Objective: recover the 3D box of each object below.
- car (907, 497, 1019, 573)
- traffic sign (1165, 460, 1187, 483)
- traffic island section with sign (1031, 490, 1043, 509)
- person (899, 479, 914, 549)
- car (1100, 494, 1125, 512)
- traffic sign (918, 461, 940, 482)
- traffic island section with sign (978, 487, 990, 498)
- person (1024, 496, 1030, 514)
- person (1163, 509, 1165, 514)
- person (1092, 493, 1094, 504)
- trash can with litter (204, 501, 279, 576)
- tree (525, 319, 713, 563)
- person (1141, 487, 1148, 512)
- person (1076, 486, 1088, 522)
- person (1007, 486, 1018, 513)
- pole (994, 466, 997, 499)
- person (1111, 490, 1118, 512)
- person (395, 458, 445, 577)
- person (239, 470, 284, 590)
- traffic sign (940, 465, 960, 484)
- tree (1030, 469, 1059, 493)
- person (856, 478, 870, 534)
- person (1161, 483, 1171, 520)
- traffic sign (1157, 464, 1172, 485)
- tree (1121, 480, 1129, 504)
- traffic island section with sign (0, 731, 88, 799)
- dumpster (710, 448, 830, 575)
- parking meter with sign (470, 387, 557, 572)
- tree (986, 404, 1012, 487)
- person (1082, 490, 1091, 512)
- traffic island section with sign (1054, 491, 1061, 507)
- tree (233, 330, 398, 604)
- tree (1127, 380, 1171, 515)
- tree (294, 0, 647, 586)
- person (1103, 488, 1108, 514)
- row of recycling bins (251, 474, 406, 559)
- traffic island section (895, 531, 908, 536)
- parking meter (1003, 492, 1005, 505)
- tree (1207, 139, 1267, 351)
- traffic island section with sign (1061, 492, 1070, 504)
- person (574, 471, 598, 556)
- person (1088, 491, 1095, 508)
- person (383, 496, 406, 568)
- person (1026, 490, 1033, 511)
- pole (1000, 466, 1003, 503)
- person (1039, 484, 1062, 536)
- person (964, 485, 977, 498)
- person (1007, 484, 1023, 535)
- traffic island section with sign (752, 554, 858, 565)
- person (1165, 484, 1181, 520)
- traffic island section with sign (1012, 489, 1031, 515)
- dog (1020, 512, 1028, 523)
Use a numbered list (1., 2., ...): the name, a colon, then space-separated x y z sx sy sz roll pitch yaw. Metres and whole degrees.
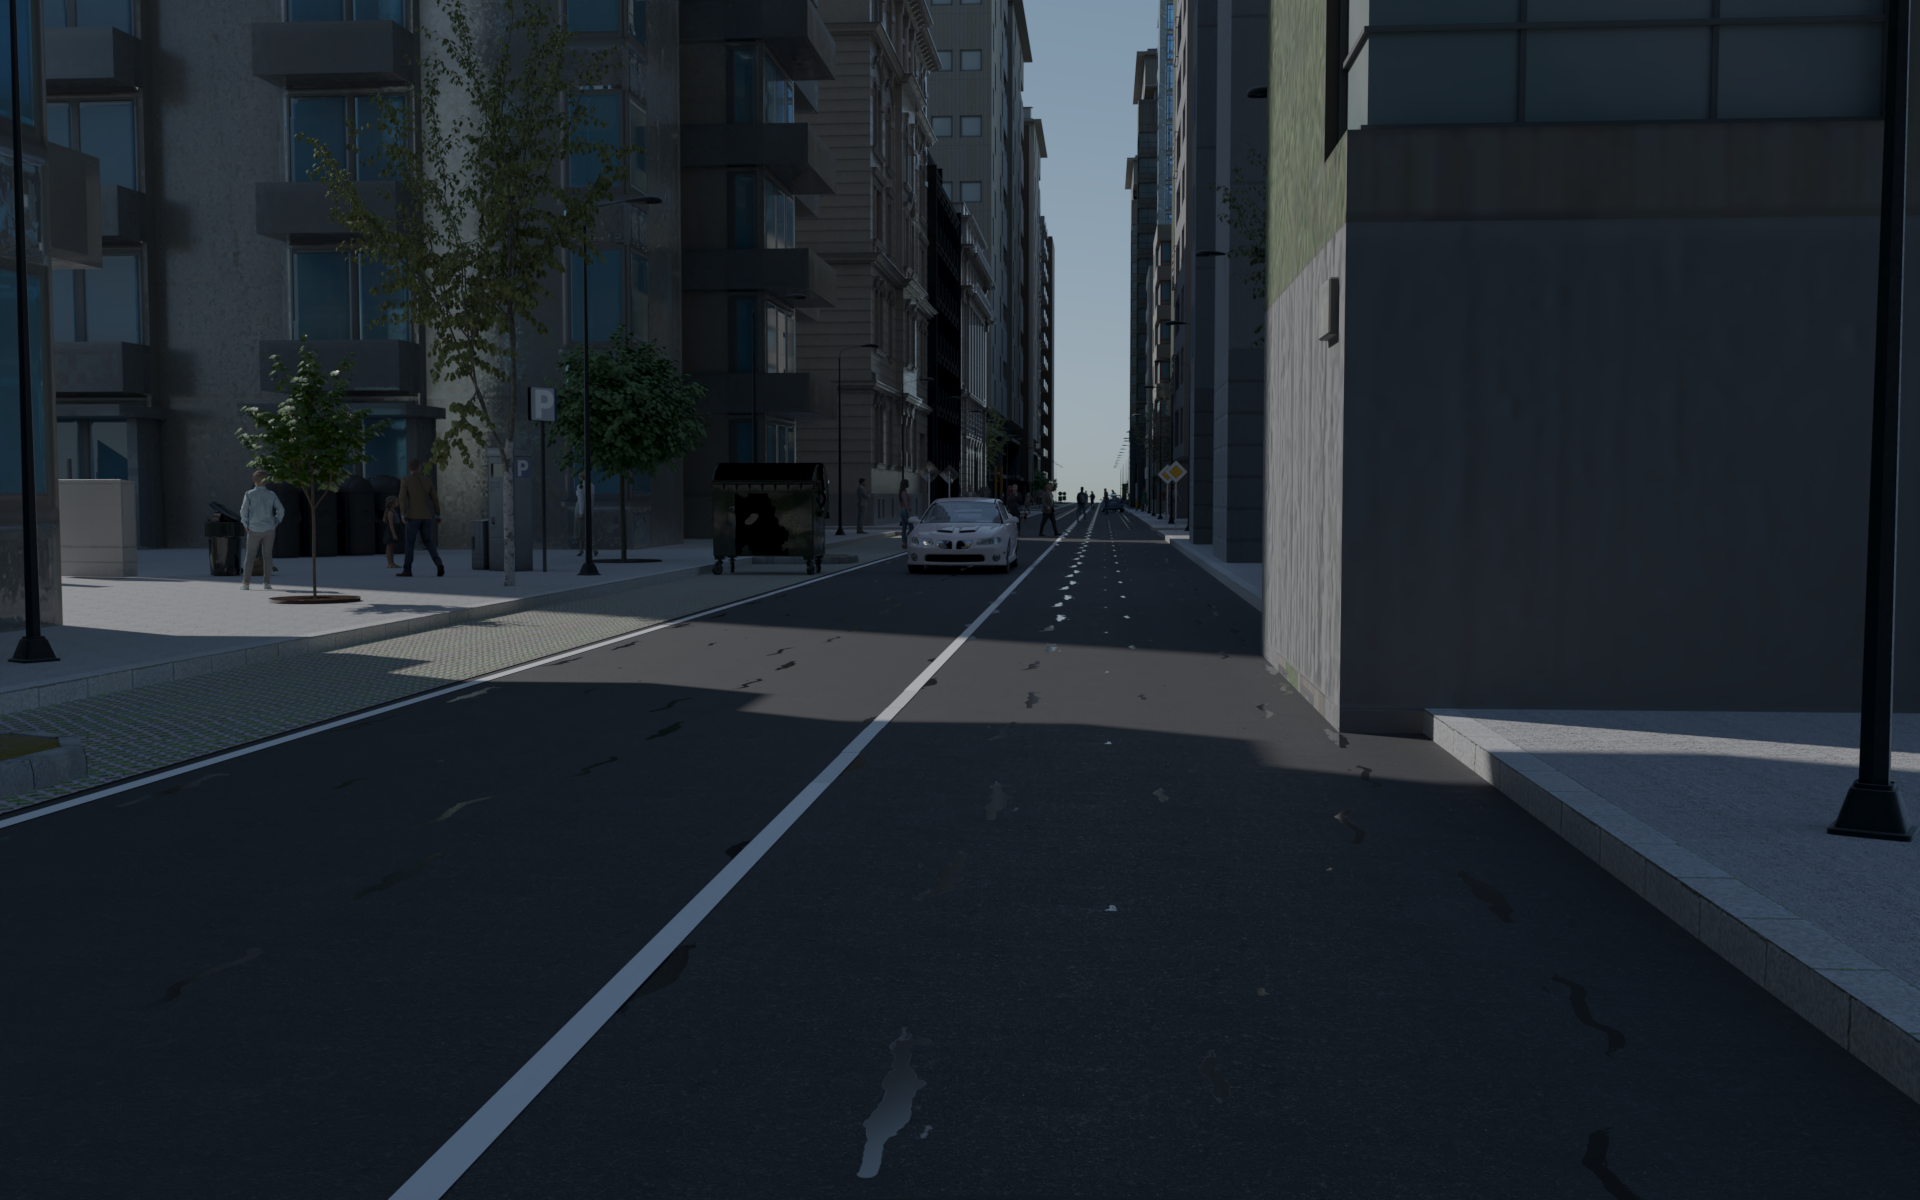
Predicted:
1. car: 0.111 -1.262 33.001 2.083 1.381 4.827 0 4 5
2. traffic sign: 7.470 -3.522 59.767 0.795 2.593 0.064 0 4 5
3. traffic island section with sign: 7.788 -9.756 168.144 1.989 1.847 2.006 0 4 5
4. person: -1.384 -2.219 44.796 0.388 1.821 0.555 -2 4 -28
5. car: 12.152 -7.713 138.108 2.014 1.417 4.499 0 4 3
6. traffic sign: -1.093 -3.566 60.494 0.795 2.593 0.064 0 4 5
7. traffic island section with sign: 1.303 -4.967 89.833 1.989 1.847 2.006 0 4 5
8. person: 4.764 -6.779 123.605 0.640 1.303 0.475 -2 4 -31
9. person: 13.166 -6.324 109.702 0.793 1.790 0.793 -2 4 -26
10. person: 19.894 -15.417 260.195 1.348 1.869 0.705 -3 4 -39
11. trash can with litter: -11.293 -0.969 27.233 1.055 1.170 0.624 0 4 -8
12. tree: -6.429 -3.001 32.787 4.285 4.588 4.351 0 3 0
13. person: 13.215 -7.210 124.173 0.529 1.795 0.600 2 4 31
14. person: 6.271 -4.967 89.699 0.794 1.824 0.713 3 5 45
15. person: 2.429 -4.422 80.779 0.580 1.828 0.573 -2 4 -29
16. pole: 2.583 -8.026 125.067 0.158 3.312 0.155 0 3 0
17. person: 12.683 -8.178 142.391 0.592 1.802 0.473 0 4 -3
18. person: -8.369 -1.281 26.898 0.836 1.842 0.656 1 4 17
19. person: -9.412 -0.946 23.328 0.589 1.601 0.330 -2 4 -25
20. traffic sign: -0.434 -4.053 68.452 0.795 2.593 0.064 0 4 5
21. tree: 9.681 -14.242 216.572 4.285 4.588 4.351 0 3 0
22. person: -3.113 -3.052 56.129 0.466 1.800 0.511 -2 4 -32
23. person: 10.246 -4.860 85.471 0.573 1.828 0.580 1 4 22
24. traffic sign: 8.129 -4.008 67.725 0.795 2.593 0.064 0 4 5
25. tree: 21.898 -14.249 227.575 1.663 3.219 1.824 0 3 0
26. traffic island section with sign: -5.444 0.017 8.344 1.989 1.847 2.006 0 4 5
27. dumpster: -3.388 -1.584 30.856 1.985 2.255 1.502 0 4 6
28. parking meter with sign: -7.499 -1.995 28.884 1.738 3.016 0.543 3 4 36
29. tree: 2.081 -11.649 140.828 4.737 8.622 4.395 0 3 0
30. person: 10.304 -8.062 141.065 0.760 1.731 0.466 1 4 12
31. traffic island section with sign: 10.014 -11.399 195.007 1.989 1.847 2.006 0 4 5
32. tree: -7.782 -1.594 20.661 1.663 3.219 1.824 0 3 0
33. tree: 12.918 -9.655 108.216 4.360 8.622 3.978 0 3 0
34. tree: -6.522 -4.499 23.920 4.737 8.622 4.395 0 3 0
35. person: 10.274 -6.976 122.356 0.447 1.846 0.655 0 4 -3
36. row of recycling bins: -12.986 -1.762 35.915 1.069 1.692 3.534 2 4 32
37. traffic island section: -1.117 -2.341 60.563 2.009 0.180 2.903 0 4 5
38. parking meter: 3.439 -8.106 140.944 0.372 1.533 0.369 0 3 0
39. tree: 6.201 -4.690 27.043 4.360 8.622 3.978 0 3 0
40. traffic island section with sign: 14.526 -14.732 249.493 1.989 1.847 2.006 0 4 5
41. person: -7.675 -1.795 35.624 0.478 1.798 0.641 -3 5 -42
42. person: 13.061 -10.015 172.781 0.750 1.759 0.617 -3 4 -37
43. person: -9.788 -1.178 29.977 0.373 1.253 0.362 0 4 0
44. person: 5.953 -8.611 149.291 0.705 1.824 1.348 -1 4 -18
45. pole: 3.052 -8.190 127.754 0.158 3.312 0.155 0 3 0
46. person: 3.082 -3.065 59.016 0.834 1.777 0.661 2 4 24
47. person: 0.475 -3.964 73.434 0.709 1.813 0.853 0 4 -7
48. person: 1.897 -3.139 60.241 0.576 1.772 0.534 0 4 6
49. traffic island section with sign: -3.163 -1.671 35.947 1.989 1.847 2.006 0 4 5
50. person: 10.314 -4.749 83.968 0.678 1.792 0.850 -1 4 -18
51. traffic island section with sign: 3.628 -6.682 117.879 1.989 1.847 2.006 0 4 5
52. dog: 3.210 -4.160 87.302 0.406 0.507 0.540 0 4 1
